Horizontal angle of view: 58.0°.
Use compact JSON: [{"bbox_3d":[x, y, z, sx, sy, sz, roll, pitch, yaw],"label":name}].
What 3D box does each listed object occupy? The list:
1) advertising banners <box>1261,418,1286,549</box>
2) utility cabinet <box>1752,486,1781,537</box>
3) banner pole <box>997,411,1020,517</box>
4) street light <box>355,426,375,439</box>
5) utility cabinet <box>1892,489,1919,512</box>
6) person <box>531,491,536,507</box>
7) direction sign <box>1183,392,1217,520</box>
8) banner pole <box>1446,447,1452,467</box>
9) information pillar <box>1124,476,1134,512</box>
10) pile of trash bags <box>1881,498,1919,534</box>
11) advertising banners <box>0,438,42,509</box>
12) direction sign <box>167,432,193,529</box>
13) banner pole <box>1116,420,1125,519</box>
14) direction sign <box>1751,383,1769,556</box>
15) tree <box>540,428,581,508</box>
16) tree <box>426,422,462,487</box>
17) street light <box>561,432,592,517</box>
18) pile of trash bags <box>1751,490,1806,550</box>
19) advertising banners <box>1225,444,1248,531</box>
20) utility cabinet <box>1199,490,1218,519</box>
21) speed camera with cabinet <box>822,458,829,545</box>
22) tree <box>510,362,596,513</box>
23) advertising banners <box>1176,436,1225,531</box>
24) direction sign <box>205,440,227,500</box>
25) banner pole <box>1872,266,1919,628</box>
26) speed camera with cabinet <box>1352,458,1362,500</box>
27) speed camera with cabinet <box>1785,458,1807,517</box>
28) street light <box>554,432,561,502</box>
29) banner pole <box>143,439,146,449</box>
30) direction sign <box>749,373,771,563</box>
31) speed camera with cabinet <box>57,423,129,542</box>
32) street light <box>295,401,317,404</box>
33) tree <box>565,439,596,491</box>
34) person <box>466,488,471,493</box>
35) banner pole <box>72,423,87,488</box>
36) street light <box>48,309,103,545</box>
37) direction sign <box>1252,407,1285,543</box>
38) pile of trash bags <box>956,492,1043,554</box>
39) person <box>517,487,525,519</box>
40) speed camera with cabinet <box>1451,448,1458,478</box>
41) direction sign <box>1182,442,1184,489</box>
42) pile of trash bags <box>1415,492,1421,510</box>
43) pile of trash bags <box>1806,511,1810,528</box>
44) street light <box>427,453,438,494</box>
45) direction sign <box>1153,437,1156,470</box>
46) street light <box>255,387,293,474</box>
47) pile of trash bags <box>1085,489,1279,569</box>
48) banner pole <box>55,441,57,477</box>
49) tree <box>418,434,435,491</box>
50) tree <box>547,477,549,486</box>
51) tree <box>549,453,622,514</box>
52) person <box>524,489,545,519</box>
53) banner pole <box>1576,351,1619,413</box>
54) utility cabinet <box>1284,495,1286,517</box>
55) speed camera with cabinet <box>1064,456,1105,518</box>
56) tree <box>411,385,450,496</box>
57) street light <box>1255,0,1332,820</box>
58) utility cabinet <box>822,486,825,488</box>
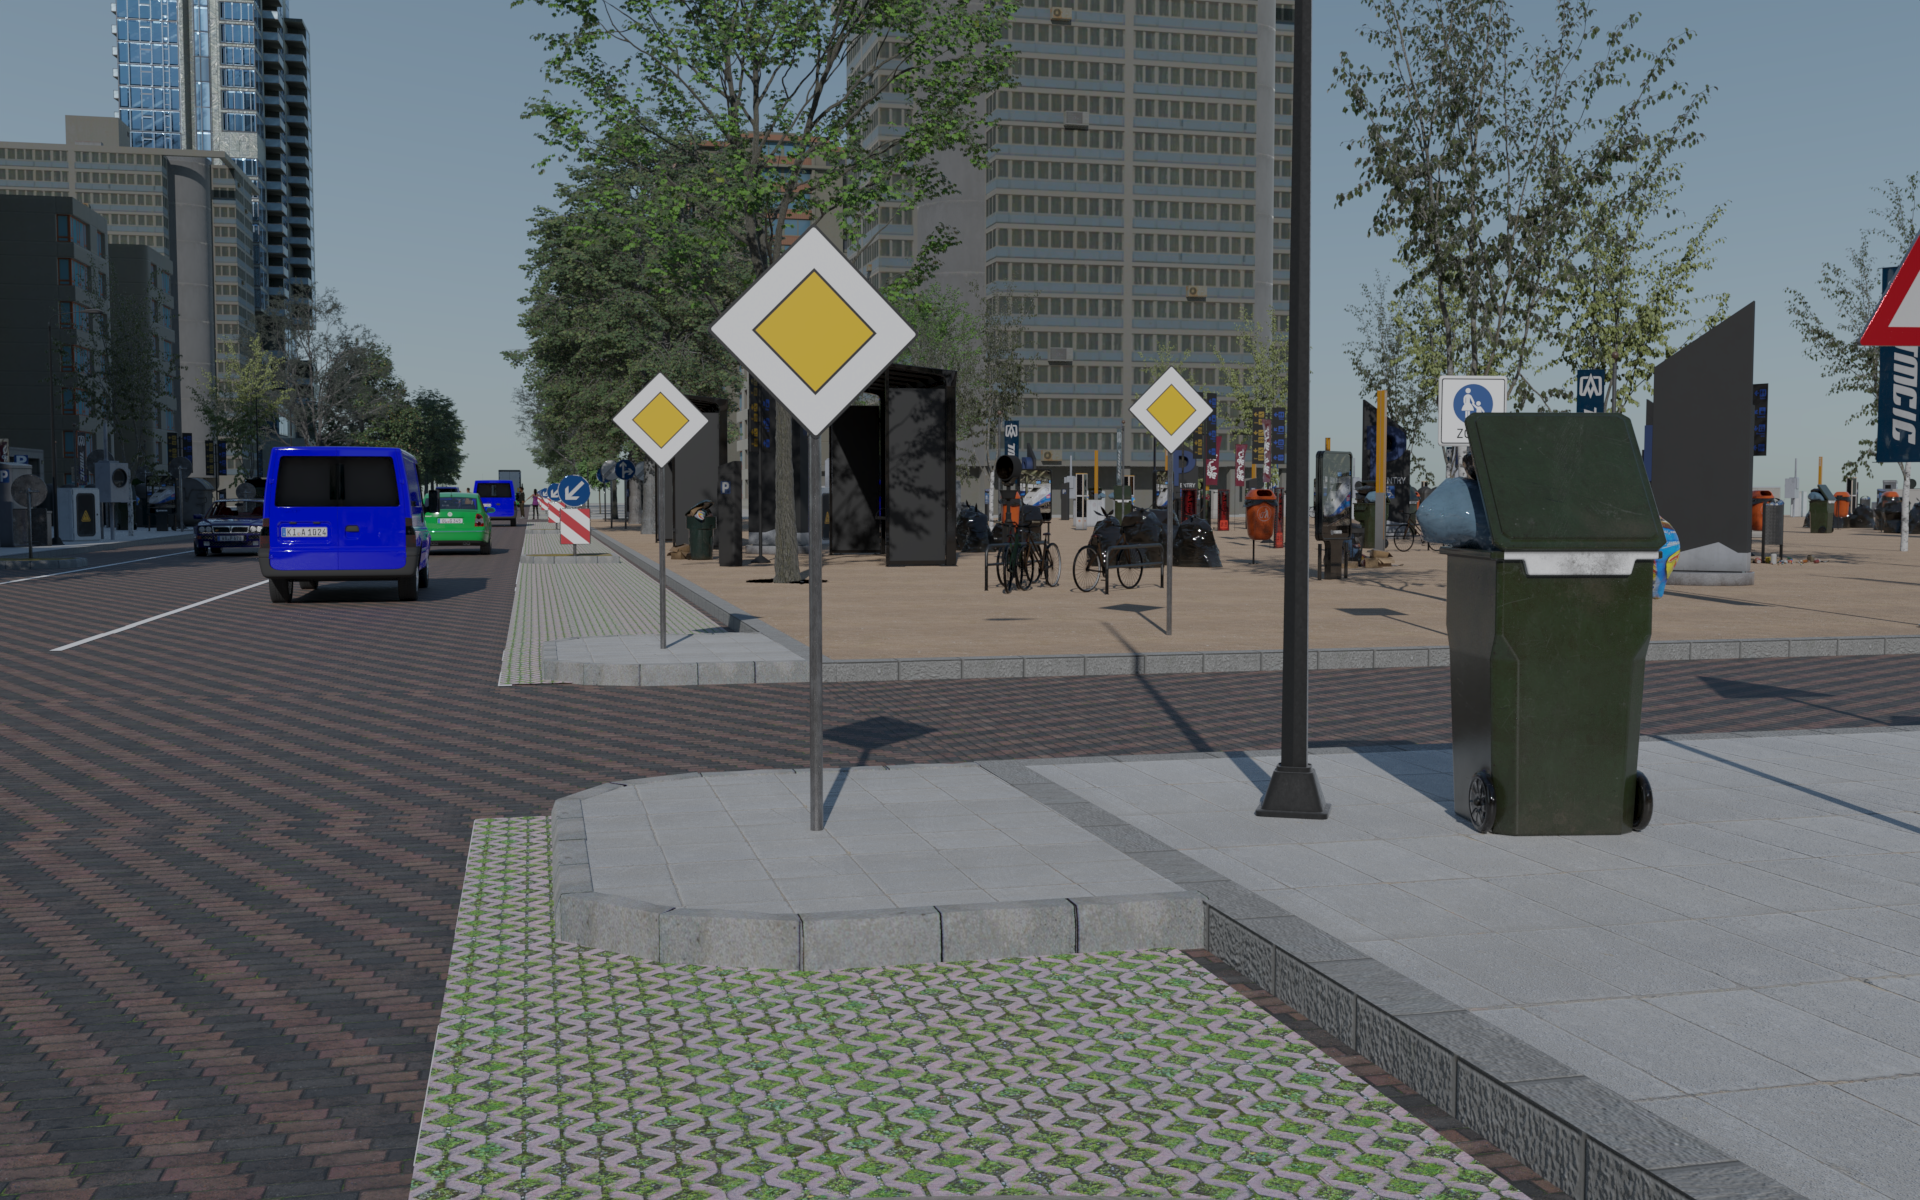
[{"bbox_3d":[7.548,-2.733,40.874,0.090,3.025,2.074,2,4,35],"label":"advertising banners"},{"bbox_3d":[23.302,-2.565,50.612,1.173,1.500,0.318,2,4,30],"label":"utility cabinet"},{"bbox_3d":[1.394,-3.785,51.899,0.863,3.779,0.401,1,4,23],"label":"banner pole"},{"bbox_3d":[-40.569,-8.900,118.063,1.470,5.913,1.316,-1,4,-14],"label":"street light"},{"bbox_3d":[41.770,-4.138,76.341,1.173,1.500,0.318,3,5,42],"label":"utility cabinet"},{"bbox_3d":[-45.694,-10.846,185.920,0.705,1.812,1.348,0,4,5],"label":"person"},{"bbox_3d":[5.459,-2.854,38.666,0.379,3.537,0.876,3,5,42],"label":"direction sign"},{"bbox_3d":[22.835,-5.528,80.396,0.401,3.779,0.863,-2,4,-29],"label":"banner pole"},{"bbox_3d":[6.699,-3.928,68.722,0.304,2.012,0.304,-3,4,-39],"label":"information pillar"},{"bbox_3d":[32.747,-3.161,61.432,3.447,1.369,1.912,3,5,44],"label":"pile of trash bags"},{"bbox_3d":[-29.378,-3.544,54.139,2.074,3.025,0.090,2,4,30],"label":"advertising banners"},{"bbox_3d":[-28.731,-4.396,63.864,0.876,3.537,0.379,-3,5,-42],"label":"direction sign"},{"bbox_3d":[5.421,-4.183,58.407,0.401,3.779,0.863,2,4,26],"label":"banner pole"},{"bbox_3d":[16.267,-2.679,35.794,0.379,3.537,0.876,-2,4,-28],"label":"direction sign"},{"bbox_3d":[-31.458,-12.838,144.318,7.601,10.594,8.767,1,4,11],"label":"tree"},{"bbox_3d":[-72.596,-19.614,238.817,7.486,12.596,7.792,0,3,0],"label":"tree"},{"bbox_3d":[-21.638,-7.678,98.069,1.470,5.913,1.316,-1,4,-14],"label":"street light"},{"bbox_3d":[16.726,-1.772,38.732,3.447,1.369,1.912,-1,4,-18],"label":"pile of trash bags"},{"bbox_3d":[9.124,-3.909,60.098,2.074,3.025,0.090,-2,4,-27],"label":"advertising banners"},{"bbox_3d":[12.786,-4.930,89.285,0.318,1.500,1.173,-2,4,-32],"label":"utility cabinet"},{"bbox_3d":[-3.367,-3.049,44.189,0.660,3.252,2.038,1,4,23],"label":"speed camera with cabinet"},{"bbox_3d":[-26.120,-12.768,119.122,12.009,13.543,11.850,0,3,0],"label":"tree"},{"bbox_3d":[6.901,-3.435,52.354,2.074,3.025,0.090,2,4,24],"label":"advertising banners"},{"bbox_3d":[-31.373,-4.960,73.092,0.379,3.537,0.876,3,5,43],"label":"direction sign"},{"bbox_3d":[9.234,-1.627,16.625,0.863,3.779,0.401,3,5,43],"label":"banner pole"},{"bbox_3d":[21.010,-6.124,94.471,2.038,3.252,0.660,-1,4,-21],"label":"speed camera with cabinet"},{"bbox_3d":[46.474,-6.236,96.288,0.660,3.252,2.038,3,5,43],"label":"speed camera with cabinet"},{"bbox_3d":[-29.480,-9.623,129.880,1.470,5.913,1.316,-1,4,-14],"label":"street light"},{"bbox_3d":[-37.519,-5.481,79.635,0.401,3.779,0.863,-3,5,-45],"label":"banner pole"},{"bbox_3d":[-3.716,-2.458,32.191,0.379,3.537,0.876,1,4,18],"label":"direction sign"},{"bbox_3d":[-23.851,-3.260,47.641,0.660,3.252,2.038,1,4,18],"label":"speed camera with cabinet"},{"bbox_3d":[-32.716,-6.955,86.255,1.470,5.913,1.316,-1,4,-14],"label":"street light"},{"bbox_3d":[-33.307,-12.391,152.954,4.360,8.622,3.978,0,3,0],"label":"tree"},{"bbox_3d":[-28.788,-5.674,101.367,0.705,1.812,1.348,2,4,28],"label":"person"},{"bbox_3d":[-31.157,-4.360,61.299,0.401,3.779,0.863,0,4,7],"label":"banner pole"},{"bbox_3d":[-22.187,-4.339,43.487,1.470,5.913,1.316,-1,4,-14],"label":"street light"},{"bbox_3d":[8.045,-3.254,45.208,0.876,3.537,0.379,-1,4,-9],"label":"direction sign"},{"bbox_3d":[0.894,-1.748,38.327,1.912,1.369,3.447,-1,4,-8],"label":"pile of trash bags"},{"bbox_3d":[-25.561,-5.676,100.938,0.705,1.869,1.348,-2,4,-28],"label":"person"},{"bbox_3d":[18.136,-4.138,61.999,0.660,3.252,2.038,-1,4,-10],"label":"speed camera with cabinet"},{"bbox_3d":[7.368,-3.994,57.293,0.379,3.537,0.876,1,4,10],"label":"direction sign"},{"bbox_3d":[17.862,-3.904,73.575,3.447,1.369,1.912,0,4,-5],"label":"pile of trash bags"},{"bbox_3d":[33.867,-3.409,65.482,3.447,1.369,1.912,-1,4,-11],"label":"pile of trash bags"},{"bbox_3d":[-60.380,-13.798,198.143,1.470,5.913,1.316,-1,4,-14],"label":"street light"},{"bbox_3d":[7.419,-4.530,66.061,0.379,3.537,0.876,0,4,2],"label":"direction sign"},{"bbox_3d":[-29.965,-6.286,75.313,1.470,5.913,1.316,-1,4,-14],"label":"street light"},{"bbox_3d":[4.064,-1.296,30.938,3.447,1.369,1.912,-1,4,-16],"label":"pile of trash bags"},{"bbox_3d":[-42.492,-5.591,81.435,0.401,3.779,0.863,-2,4,-27],"label":"banner pole"},{"bbox_3d":[-54.966,-13.637,173.329,4.737,8.622,4.395,0,3,0],"label":"tree"},{"bbox_3d":[-45.671,-13.136,198.484,4.285,4.588,4.351,0,3,0],"label":"tree"},{"bbox_3d":[-22.871,-7.739,110.250,4.285,4.588,4.351,0,3,0],"label":"tree"},{"bbox_3d":[-24.020,-5.426,97.891,1.217,1.739,0.721,-2,4,-31],"label":"person"},{"bbox_3d":[11.275,-2.480,30.566,0.863,3.779,0.401,1,4,14],"label":"banner pole"},{"bbox_3d":[18.645,-5.253,97.048,1.020,1.237,0.306,1,4,23],"label":"utility cabinet"},{"bbox_3d":[6.418,-5.798,89.138,2.038,3.252,0.660,1,4,20],"label":"speed camera with cabinet"},{"bbox_3d":[-63.153,-18.233,204.770,9.857,13.997,8.962,0,3,0],"label":"tree"},{"bbox_3d":[0.819,-2.088,6.680,1.470,5.913,1.316,-1,4,-14],"label":"street light"},{"bbox_3d":[-3.744,-2.342,46.964,1.173,1.500,0.318,-2,4,-24],"label":"utility cabinet"}]
